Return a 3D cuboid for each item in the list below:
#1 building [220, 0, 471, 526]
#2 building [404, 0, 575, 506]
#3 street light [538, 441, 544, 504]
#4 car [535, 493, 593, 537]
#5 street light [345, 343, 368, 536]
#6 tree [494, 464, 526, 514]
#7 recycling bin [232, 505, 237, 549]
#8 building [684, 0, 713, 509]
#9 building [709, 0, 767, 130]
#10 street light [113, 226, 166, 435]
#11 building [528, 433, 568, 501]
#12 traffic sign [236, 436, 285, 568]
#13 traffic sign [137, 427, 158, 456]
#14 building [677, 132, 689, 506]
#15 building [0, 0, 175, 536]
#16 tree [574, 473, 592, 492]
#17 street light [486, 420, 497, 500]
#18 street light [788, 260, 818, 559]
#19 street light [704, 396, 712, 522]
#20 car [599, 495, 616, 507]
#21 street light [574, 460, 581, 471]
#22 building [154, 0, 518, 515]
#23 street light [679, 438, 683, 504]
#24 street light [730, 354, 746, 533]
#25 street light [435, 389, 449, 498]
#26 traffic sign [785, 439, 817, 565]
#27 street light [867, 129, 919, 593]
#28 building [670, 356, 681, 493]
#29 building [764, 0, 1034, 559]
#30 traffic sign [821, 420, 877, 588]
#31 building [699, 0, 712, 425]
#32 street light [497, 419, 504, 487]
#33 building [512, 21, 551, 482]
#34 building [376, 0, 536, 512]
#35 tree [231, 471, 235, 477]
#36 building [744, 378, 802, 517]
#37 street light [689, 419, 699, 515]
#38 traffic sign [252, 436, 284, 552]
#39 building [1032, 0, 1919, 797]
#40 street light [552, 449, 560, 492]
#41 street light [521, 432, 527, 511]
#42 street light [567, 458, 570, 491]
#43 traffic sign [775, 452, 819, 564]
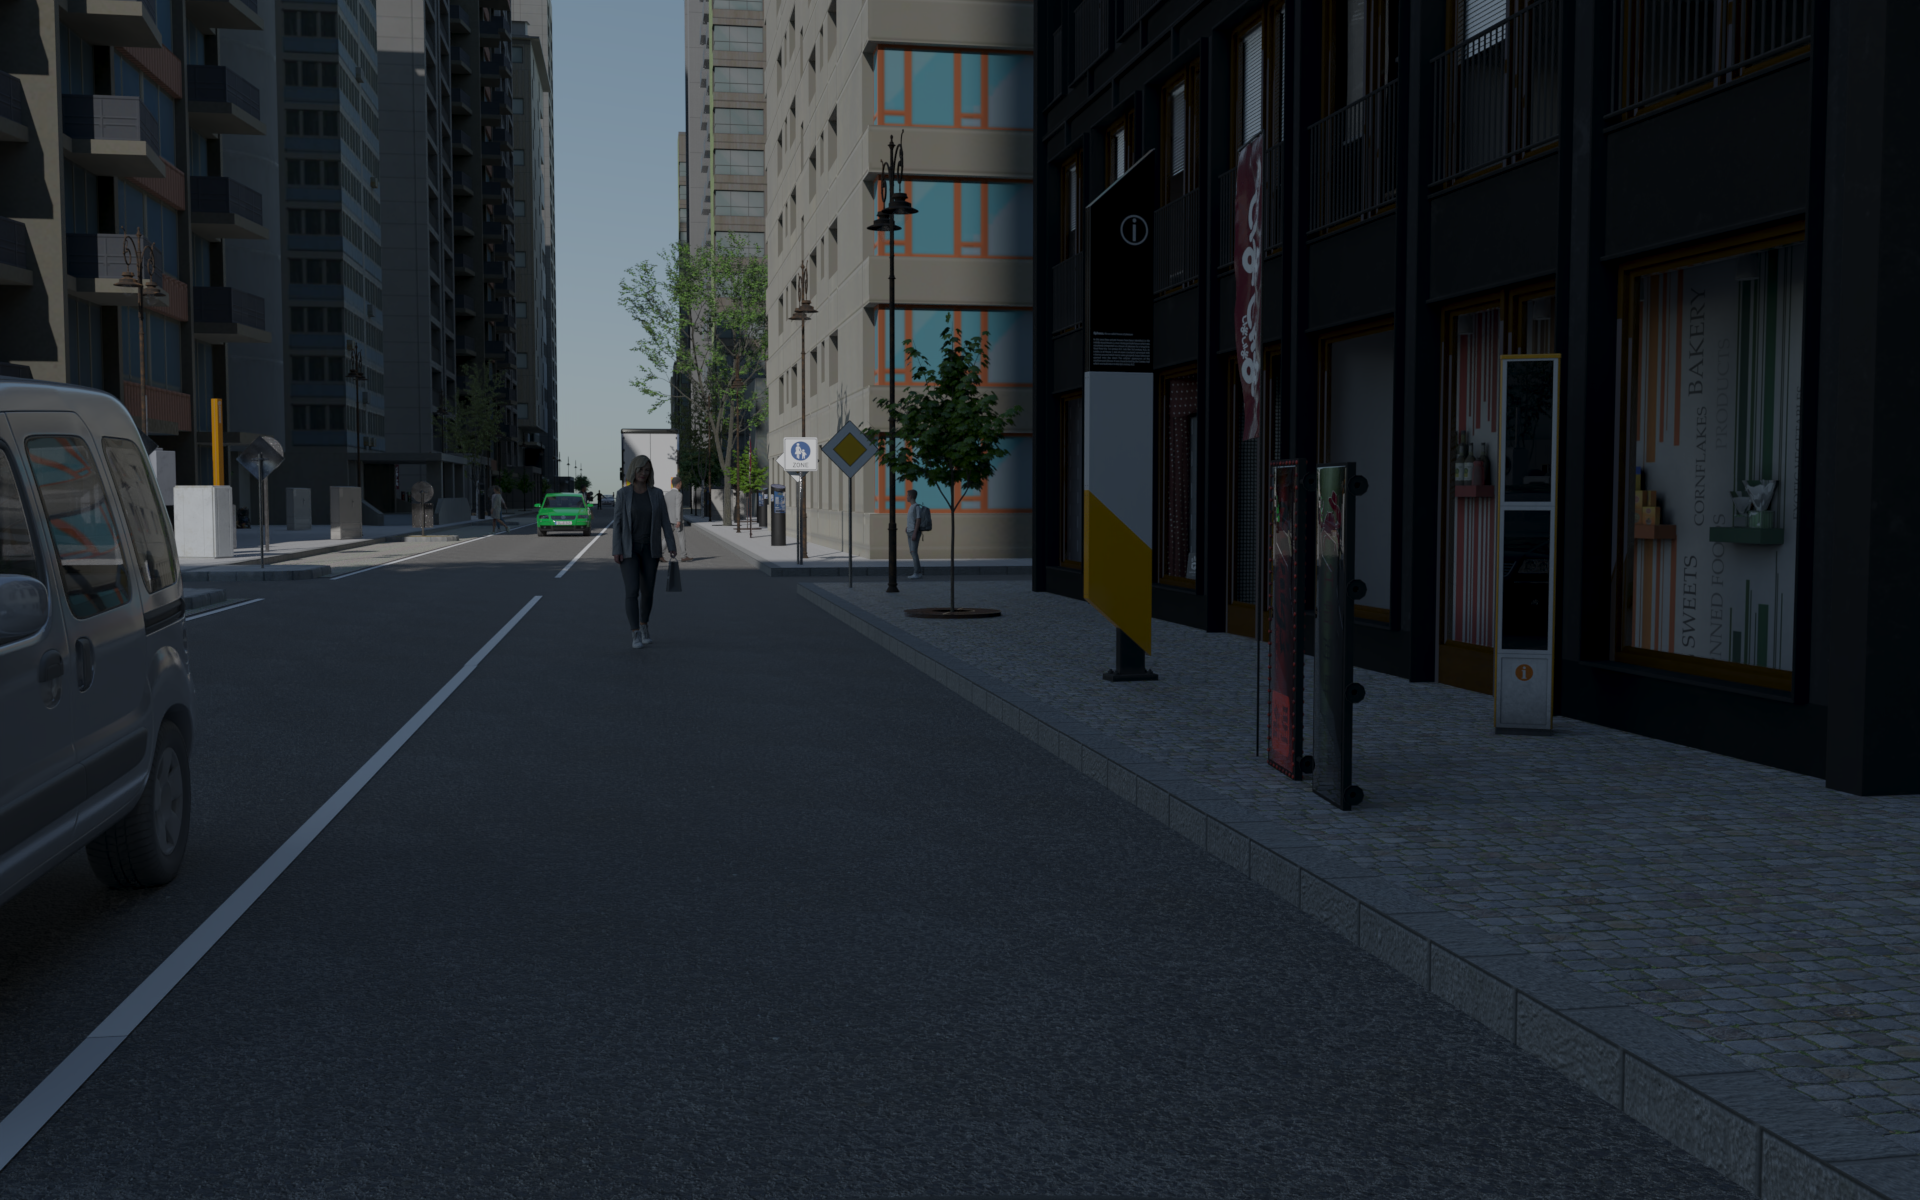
[{"bbox_3d":[-38.591,-23.378,74.107,32.217,40.220,23.993,-1,4,-10],"label":"building"},{"bbox_3d":[-65.465,-49.300,244.311,20.563,71.187,20.611,-1,4,-10],"label":"building"},{"bbox_3d":[-36.671,-10.953,151.865,0.468,5.910,1.993,-1,4,-10],"label":"street light"},{"bbox_3d":[-13.637,-3.114,59.711,1.959,1.807,4.718,-1,4,-12],"label":"car"},{"bbox_3d":[-18.405,-4.904,52.973,0.468,5.910,1.993,-1,4,-10],"label":"street light"},{"bbox_3d":[-29.840,-7.280,113.635,1.663,3.219,1.824,0,3,0],"label":"tree"},{"bbox_3d":[-17.289,-1.690,40.182,0.722,1.027,0.722,0,4,1],"label":"recycling bin"},{"bbox_3d":[-15.718,-38.198,166.538,21.231,58.520,28.212,-1,4,-10],"label":"building"},{"bbox_3d":[-9.601,-26.409,115.376,14.154,41.232,14.086,-1,4,-10],"label":"building"},{"bbox_3d":[-14.216,-3.509,30.153,0.468,5.910,1.993,-1,4,-10],"label":"street light"},{"bbox_3d":[-67.125,-32.436,222.208,32.217,40.220,23.993,-1,4,-10],"label":"building"},{"bbox_3d":[-12.050,-1.604,29.863,0.795,2.450,0.064,-1,4,-10],"label":"traffic sign"},{"bbox_3d":[-10.598,-1.123,22.011,0.795,2.450,0.064,-1,4,-10],"label":"traffic sign"},{"bbox_3d":[-25.279,-31.555,199.522,14.154,41.232,14.086,-1,4,-10],"label":"building"},{"bbox_3d":[-29.758,-23.610,40.650,22.147,44.769,28.867,-1,4,-10],"label":"building"},{"bbox_3d":[-57.001,-16.952,260.873,4.285,4.588,4.351,0,3,0],"label":"tree"},{"bbox_3d":[-26.931,-7.712,98.878,0.468,5.910,1.993,-1,4,-10],"label":"street light"},{"bbox_3d":[-3.106,-3.767,34.379,0.468,5.910,1.993,-1,4,-10],"label":"street light"},{"bbox_3d":[-11.612,-6.576,80.310,0.468,5.910,1.993,-1,4,-10],"label":"street light"},{"bbox_3d":[-40.578,-11.412,198.941,2.083,1.381,4.827,-1,4,-11],"label":"car"},{"bbox_3d":[-51.757,-15.940,233.398,0.468,5.910,1.993,-1,4,-10],"label":"street light"},{"bbox_3d":[-46.715,-29.406,135.411,22.147,44.769,28.867,-1,4,-10],"label":"building"},{"bbox_3d":[-21.558,-9.877,134.282,0.468,5.910,1.993,-1,4,-10],"label":"street light"},{"bbox_3d":[-7.334,-5.162,57.192,0.468,5.910,1.993,-1,4,-10],"label":"street light"},{"bbox_3d":[-22.702,-6.317,76.065,0.468,5.910,1.993,-1,4,-10],"label":"street light"},{"bbox_3d":[-2.881,-1.788,31.369,0.606,2.300,0.079,0,4,-3],"label":"traffic sign"},{"bbox_3d":[-0.879,-3.038,22.456,0.468,5.910,1.993,-1,4,-10],"label":"street light"},{"bbox_3d":[-22.505,-23.083,222.449,27.650,21.520,28.899,-1,4,-10],"label":"building"},{"bbox_3d":[9.936,-12.504,49.483,28.899,21.520,27.650,-1,4,-10],"label":"building"},{"bbox_3d":[-1.503,-1.225,23.666,0.795,2.450,0.064,-1,4,-10],"label":"traffic sign"},{"bbox_3d":[-9.162,-31.722,138.261,23.786,49.044,30.456,-1,4,-10],"label":"building"},{"bbox_3d":[-28.167,-8.143,105.927,0.468,5.910,1.993,-1,4,-10],"label":"street light"},{"bbox_3d":[-61.336,-37.139,196.464,28.713,52.752,27.495,-1,4,-10],"label":"building"},{"bbox_3d":[-49.621,-44.093,159.179,20.563,71.187,20.611,-1,4,-10],"label":"building"},{"bbox_3d":[-26.325,-4.060,60.983,1.663,3.219,1.824,0,3,0],"label":"tree"},{"bbox_3d":[0.540,-47.605,91.005,22.319,86.520,31.000,-1,4,-10],"label":"building"},{"bbox_3d":[-15.908,-8.035,104.162,0.468,5.910,1.993,-1,4,-10],"label":"street light"},{"bbox_3d":[-15.332,-2.334,38.262,0.768,2.556,0.104,0,4,-6],"label":"traffic sign"},{"bbox_3d":[8.433,-11.365,15.501,12.332,23.373,15.834,-1,4,-10],"label":"building"},{"bbox_3d":[-40.958,-12.365,174.952,0.468,5.910,1.993,-1,4,-10],"label":"street light"},{"bbox_3d":[-32.471,-9.557,129.047,0.468,5.910,1.993,-1,4,-10],"label":"street light"},{"bbox_3d":[-47.588,-14.544,210.574,0.468,5.910,1.993,-1,4,-10],"label":"street light"},{"bbox_3d":[-2.956,-1.705,31.518,0.795,2.450,0.064,-1,4,-10],"label":"traffic sign"}]
